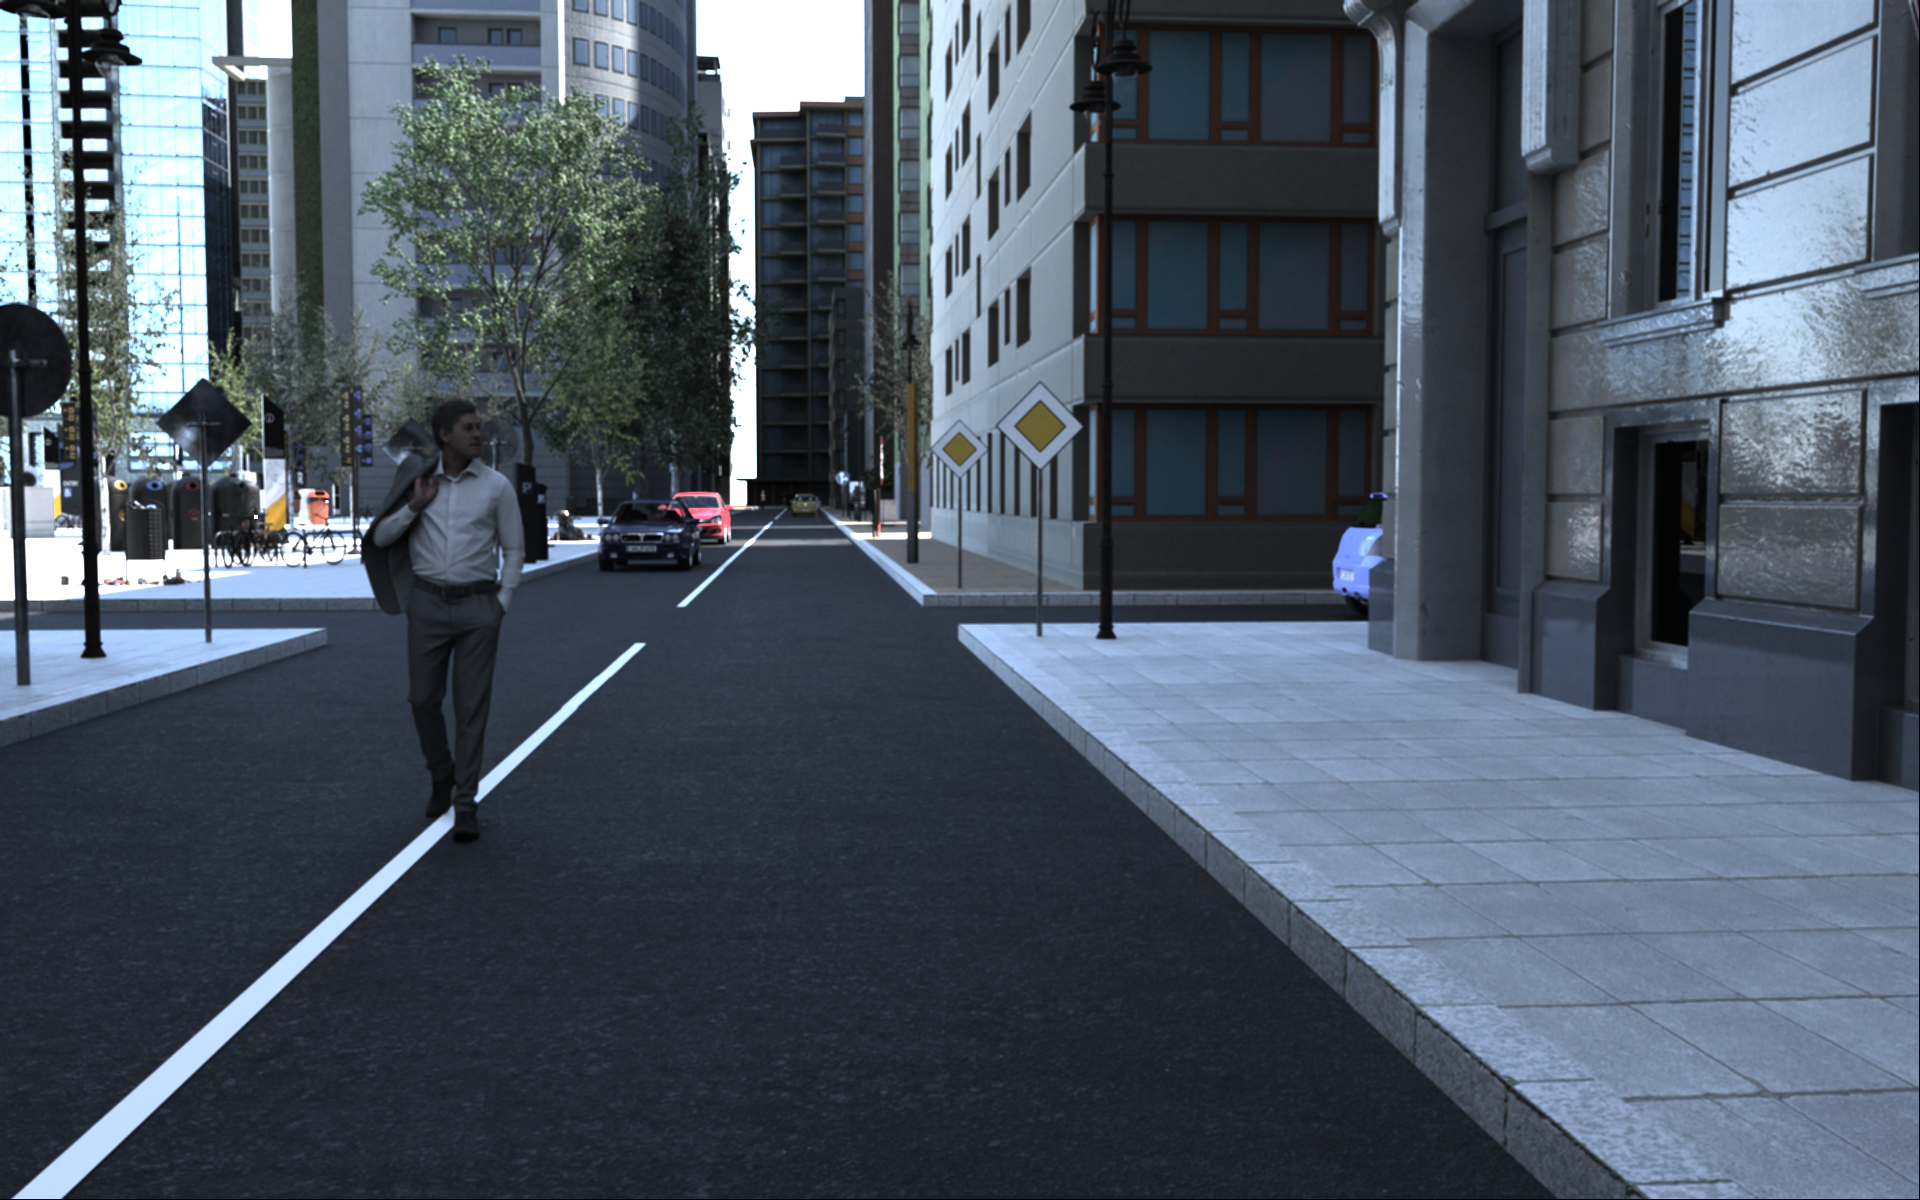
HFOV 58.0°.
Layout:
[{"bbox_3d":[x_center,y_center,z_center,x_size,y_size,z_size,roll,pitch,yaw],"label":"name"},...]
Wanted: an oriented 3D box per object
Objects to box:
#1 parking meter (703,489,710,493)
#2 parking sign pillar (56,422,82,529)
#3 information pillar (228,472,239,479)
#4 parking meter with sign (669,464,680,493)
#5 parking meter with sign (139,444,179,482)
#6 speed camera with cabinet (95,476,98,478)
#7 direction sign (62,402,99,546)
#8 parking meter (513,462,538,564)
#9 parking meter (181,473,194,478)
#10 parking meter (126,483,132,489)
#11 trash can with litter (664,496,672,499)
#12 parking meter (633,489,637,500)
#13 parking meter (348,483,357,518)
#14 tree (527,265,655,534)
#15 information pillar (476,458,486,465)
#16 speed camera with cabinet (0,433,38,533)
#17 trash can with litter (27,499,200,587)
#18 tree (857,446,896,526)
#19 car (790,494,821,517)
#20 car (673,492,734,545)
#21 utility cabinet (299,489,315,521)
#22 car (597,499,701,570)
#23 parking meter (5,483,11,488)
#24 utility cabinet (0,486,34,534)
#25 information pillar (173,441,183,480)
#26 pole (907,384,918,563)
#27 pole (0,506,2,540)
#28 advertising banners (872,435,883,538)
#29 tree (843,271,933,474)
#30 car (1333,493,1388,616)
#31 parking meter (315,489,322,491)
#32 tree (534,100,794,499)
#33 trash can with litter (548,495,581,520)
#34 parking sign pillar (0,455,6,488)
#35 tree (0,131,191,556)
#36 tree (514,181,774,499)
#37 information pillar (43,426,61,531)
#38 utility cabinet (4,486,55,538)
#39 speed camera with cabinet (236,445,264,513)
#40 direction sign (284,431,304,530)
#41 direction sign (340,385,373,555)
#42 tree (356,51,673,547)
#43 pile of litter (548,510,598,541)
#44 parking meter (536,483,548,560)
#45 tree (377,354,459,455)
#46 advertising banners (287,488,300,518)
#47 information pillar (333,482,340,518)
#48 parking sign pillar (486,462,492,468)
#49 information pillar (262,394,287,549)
[{"bbox_3d":[-13.755,-5.244,94.155,0.372,1.533,0.369,0,3,0],"label":"parking meter"},{"bbox_3d":[-33.206,-4.663,64.708,1.447,3.967,1.447,1,4,17],"label":"parking sign pillar"},{"bbox_3d":[-24.707,-3.331,58.953,0.304,2.012,0.304,-1,4,-15],"label":"information pillar"},{"bbox_3d":[-15.747,-6.109,96.144,0.543,3.016,1.738,0,4,-2],"label":"parking meter with sign"},{"bbox_3d":[-28.333,-3.940,60.680,1.738,3.016,0.543,-1,4,-15],"label":"parking meter with sign"},{"bbox_3d":[-45.065,-5.907,90.919,0.660,3.252,2.038,-1,4,-9],"label":"speed camera with cabinet"},{"bbox_3d":[-21.742,-3.111,42.865,0.876,3.537,0.379,0,4,4],"label":"direction sign"},{"bbox_3d":[-8.043,-1.612,32.063,0.399,1.863,0.255,-2,4,-33],"label":"parking meter"},{"bbox_3d":[-21.535,-2.607,48.333,0.255,1.863,0.399,-1,4,-9],"label":"parking meter"},{"bbox_3d":[-42.027,-5.022,87.820,0.399,1.863,0.255,-1,4,-20],"label":"parking meter"},{"bbox_3d":[-14.449,-4.485,84.717,0.624,1.170,1.055,2,4,30],"label":"trash can with litter"},{"bbox_3d":[-14.667,-4.294,78.616,0.372,1.533,0.369,0,3,0],"label":"parking meter"},{"bbox_3d":[-32.743,-5.364,93.412,0.399,1.863,0.255,1,4,17],"label":"parking meter"},{"bbox_3d":[-11.433,-6.369,54.495,4.737,8.622,4.395,0,3,0],"label":"tree"},{"bbox_3d":[-23.407,-5.711,84.732,0.504,3.616,0.183,0,4,-4],"label":"information pillar"},{"bbox_3d":[-30.927,-3.767,55.929,2.038,3.252,0.660,-2,4,-31],"label":"speed camera with cabinet"},{"bbox_3d":[-11.965,-0.826,24.555,2.233,1.210,1.678,-1,4,-17],"label":"trash can with litter"},{"bbox_3d":[-3.042,-4.573,69.364,1.663,3.219,1.824,0,3,0],"label":"tree"},{"bbox_3d":[-9.909,-6.166,111.043,2.015,1.641,3.980,0,4,-5],"label":"car"},{"bbox_3d":[-7.622,-2.516,50.182,2.155,1.783,4.494,0,4,-5],"label":"car"},{"bbox_3d":[-31.060,-4.506,82.352,0.318,1.500,1.173,-3,5,-44],"label":"utility cabinet"},{"bbox_3d":[-6.021,-1.297,33.778,1.945,1.354,3.894,0,4,-5],"label":"car"},{"bbox_3d":[-47.973,-4.989,87.284,0.399,1.863,0.255,0,4,-2],"label":"parking meter"},{"bbox_3d":[-32.633,-3.110,59.531,1.173,1.500,0.318,-1,4,-12],"label":"utility cabinet"},{"bbox_3d":[-29.575,-4.537,65.539,0.183,3.616,0.504,0,4,7],"label":"information pillar"},{"bbox_3d":[-0.878,-2.339,32.084,0.158,3.312,0.155,0,3,0],"label":"pole"},{"bbox_3d":[-26.848,-3.327,48.237,0.158,3.312,0.155,0,3,0],"label":"pole"},{"bbox_3d":[-2.423,-3.368,51.259,0.090,3.025,2.074,0,4,6],"label":"advertising banners"},{"bbox_3d":[-1.668,-6.498,56.601,4.360,8.622,3.978,0,3,0],"label":"tree"},{"bbox_3d":[6.169,-0.621,19.742,3.694,1.707,1.945,0,4,-6],"label":"car"},{"bbox_3d":[-31.416,-4.675,84.849,0.372,1.533,0.369,0,3,0],"label":"parking meter"},{"bbox_3d":[-14.610,-14.059,85.756,12.611,20.169,13.585,0,3,0],"label":"tree"},{"bbox_3d":[-19.958,-4.647,87.041,2.233,1.210,1.678,-3,4,-38],"label":"trash can with litter"},{"bbox_3d":[-47.394,-5.878,84.574,1.447,3.967,1.447,-1,4,-12],"label":"parking sign pillar"},{"bbox_3d":[-17.656,-5.201,35.398,4.360,8.622,3.978,0,3,0],"label":"tree"},{"bbox_3d":[-11.676,-8.970,63.660,9.611,12.733,9.660,0,3,0],"label":"tree"},{"bbox_3d":[-31.247,-4.172,59.572,0.504,3.616,0.183,-3,4,-39],"label":"information pillar"},{"bbox_3d":[-26.786,-2.524,49.946,1.173,1.500,0.318,-2,4,-34],"label":"utility cabinet"},{"bbox_3d":[-28.445,-4.642,70.240,2.038,3.252,0.660,1,4,21],"label":"speed camera with cabinet"},{"bbox_3d":[-23.902,-4.279,61.965,0.876,3.537,0.379,-3,4,-37],"label":"direction sign"},{"bbox_3d":[-12.754,-2.717,36.414,0.876,3.537,0.379,3,5,44],"label":"direction sign"},{"bbox_3d":[-10.572,-7.093,41.733,9.928,11.665,9.643,0,3,0],"label":"tree"},{"bbox_3d":[-10.743,-2.058,47.608,1.719,0.858,1.176,2,4,35],"label":"pile of litter"},{"bbox_3d":[-8.202,-1.544,33.658,0.372,1.533,0.369,0,3,0],"label":"parking meter"},{"bbox_3d":[-28.537,-8.649,91.775,4.737,8.622,4.395,0,3,0],"label":"tree"},{"bbox_3d":[-34.340,-5.659,88.720,2.074,3.025,0.090,3,4,36],"label":"advertising banners"},{"bbox_3d":[-33.899,-5.484,94.158,0.304,2.012,0.304,-3,4,-36],"label":"information pillar"},{"bbox_3d":[-24.721,-6.175,89.441,1.447,3.967,1.447,2,4,30],"label":"parking sign pillar"},{"bbox_3d":[-16.116,-3.017,40.678,0.504,3.616,0.183,-3,4,-36],"label":"information pillar"}]
